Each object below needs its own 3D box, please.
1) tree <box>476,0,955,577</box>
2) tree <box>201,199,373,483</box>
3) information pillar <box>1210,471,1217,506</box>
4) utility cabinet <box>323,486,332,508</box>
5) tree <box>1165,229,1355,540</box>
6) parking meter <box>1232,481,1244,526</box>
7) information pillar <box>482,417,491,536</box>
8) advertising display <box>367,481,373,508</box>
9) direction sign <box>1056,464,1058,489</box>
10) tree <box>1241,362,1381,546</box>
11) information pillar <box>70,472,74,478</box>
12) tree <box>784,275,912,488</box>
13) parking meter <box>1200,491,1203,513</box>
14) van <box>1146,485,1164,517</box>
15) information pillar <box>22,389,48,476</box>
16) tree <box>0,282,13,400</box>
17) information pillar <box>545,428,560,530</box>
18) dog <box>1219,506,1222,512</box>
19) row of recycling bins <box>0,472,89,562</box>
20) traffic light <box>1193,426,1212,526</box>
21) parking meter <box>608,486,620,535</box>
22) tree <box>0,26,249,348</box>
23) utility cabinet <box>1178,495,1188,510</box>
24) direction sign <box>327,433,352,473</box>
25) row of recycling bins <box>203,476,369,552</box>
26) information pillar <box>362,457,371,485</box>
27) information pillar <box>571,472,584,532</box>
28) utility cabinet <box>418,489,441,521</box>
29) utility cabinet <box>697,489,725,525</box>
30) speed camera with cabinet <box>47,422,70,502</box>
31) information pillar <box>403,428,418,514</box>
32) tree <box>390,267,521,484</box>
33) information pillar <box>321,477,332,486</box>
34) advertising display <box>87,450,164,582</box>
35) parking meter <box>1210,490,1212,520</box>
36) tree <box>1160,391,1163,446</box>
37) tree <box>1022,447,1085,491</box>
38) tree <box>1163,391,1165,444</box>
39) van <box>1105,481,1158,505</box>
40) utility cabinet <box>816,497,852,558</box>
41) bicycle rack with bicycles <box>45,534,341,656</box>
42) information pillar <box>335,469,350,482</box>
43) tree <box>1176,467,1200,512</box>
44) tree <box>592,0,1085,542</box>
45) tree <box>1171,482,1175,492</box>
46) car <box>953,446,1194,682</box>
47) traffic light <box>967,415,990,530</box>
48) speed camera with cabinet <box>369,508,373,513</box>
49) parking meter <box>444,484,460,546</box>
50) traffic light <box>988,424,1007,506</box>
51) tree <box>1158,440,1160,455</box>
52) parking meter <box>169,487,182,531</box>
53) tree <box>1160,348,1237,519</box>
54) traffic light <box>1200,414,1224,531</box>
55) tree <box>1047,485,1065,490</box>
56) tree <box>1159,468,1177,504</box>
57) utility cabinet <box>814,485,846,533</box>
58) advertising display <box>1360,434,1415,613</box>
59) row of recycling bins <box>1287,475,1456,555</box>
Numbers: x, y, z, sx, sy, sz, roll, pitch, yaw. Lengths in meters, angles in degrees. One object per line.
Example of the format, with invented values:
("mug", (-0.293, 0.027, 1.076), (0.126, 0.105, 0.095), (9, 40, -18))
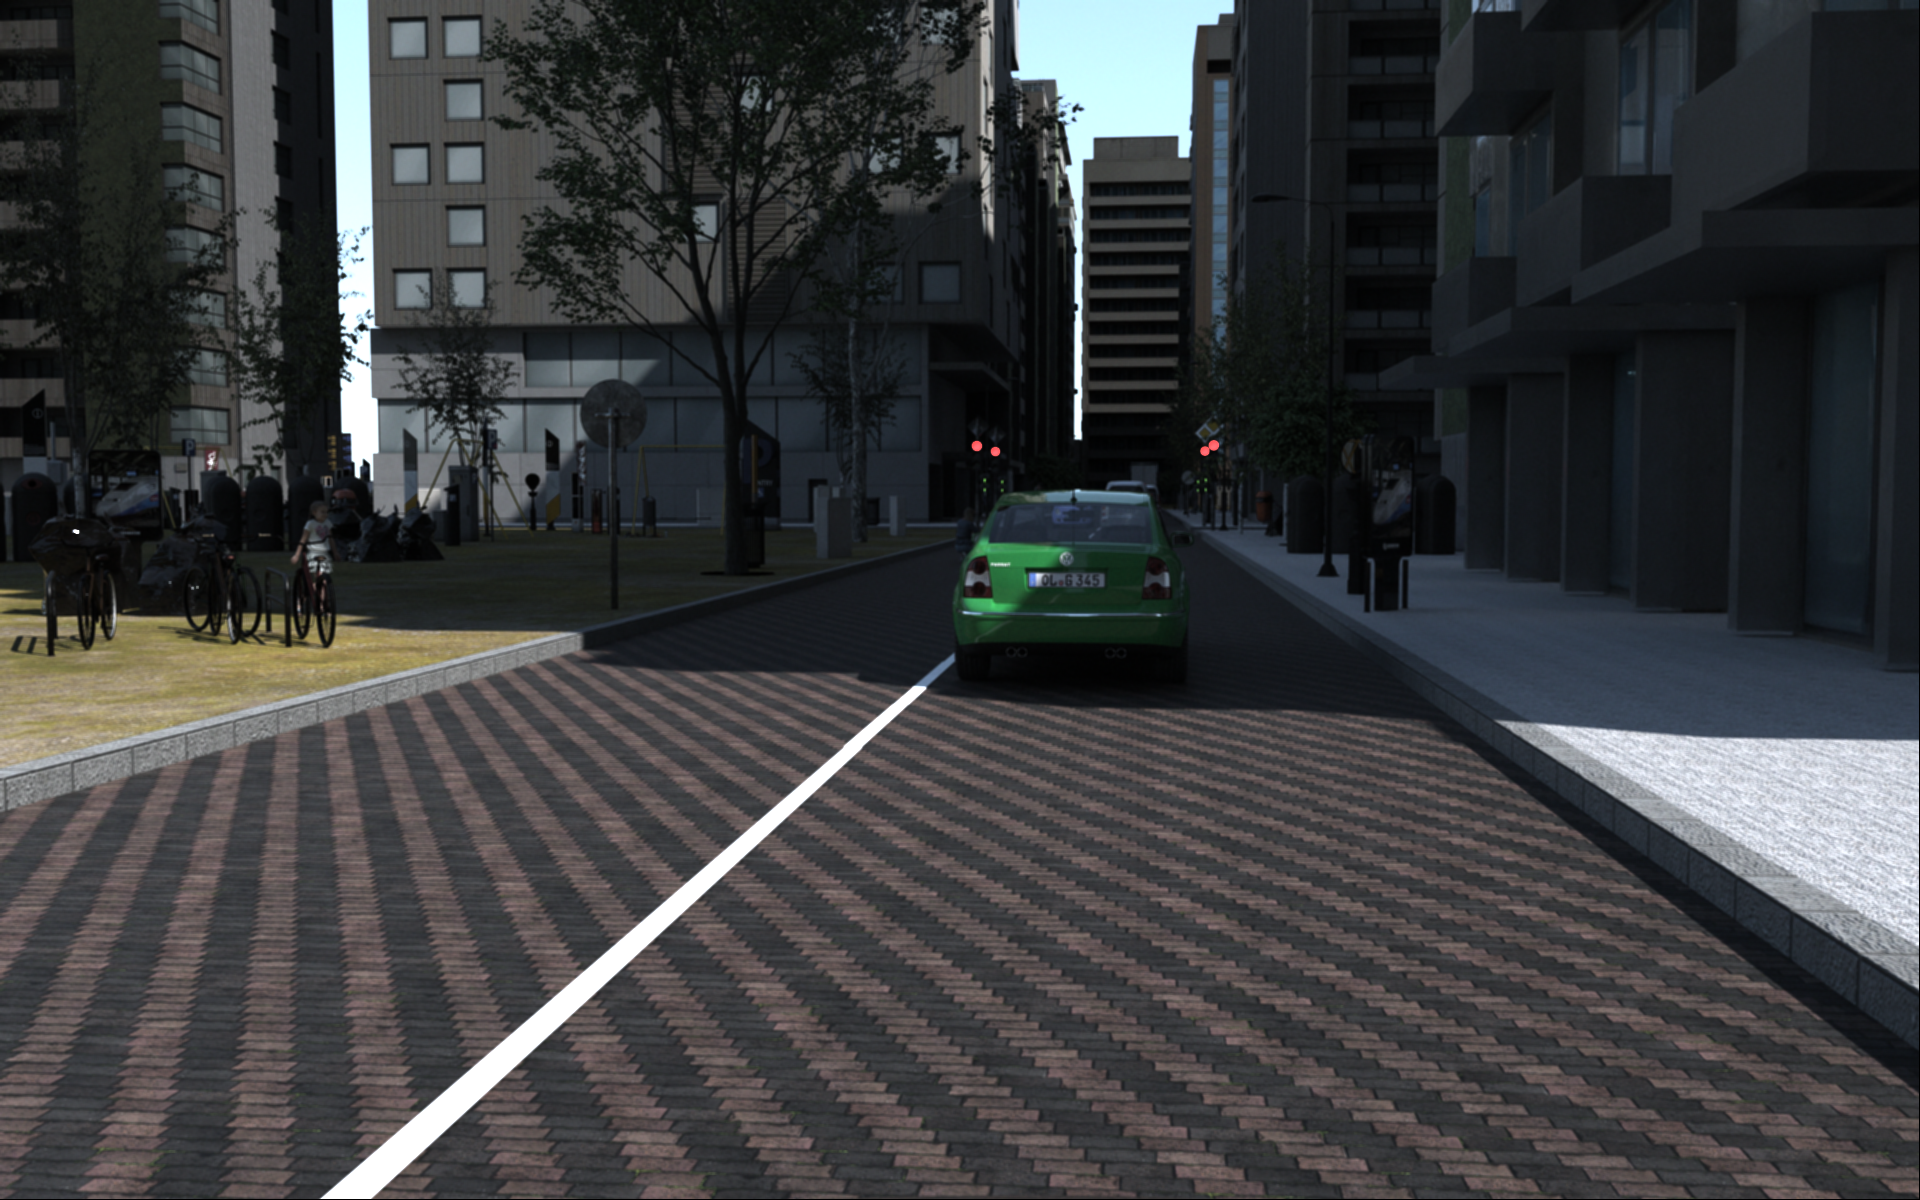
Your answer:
("tree", (-3.618, -6.207, 27.241), (9.928, 11.665, 9.643), (0, 3, 0))
("tree", (-16.554, -5.689, 43.385), (4.737, 8.622, 4.395), (0, 3, 0))
("information pillar", (17.552, -7.865, 119.943), (0.504, 3.616, 0.183), (-1, 4, -14))
("utility cabinet", (-17.308, -2.412, 48.113), (0.318, 1.500, 1.173), (1, 4, 22))
("tree", (8.944, -5.988, 48.262), (4.737, 8.622, 4.395), (0, 3, 0))
("parking meter", (11.192, -3.914, 69.713), (0.399, 1.863, 0.255), (-1, 4, -10))
("information pillar", (-14.386, -3.742, 52.543), (0.183, 3.616, 0.504), (0, 4, -6))
("advertising display", (-28.496, -4.863, 84.721), (0.974, 1.923, 0.123), (-1, 4, -14))
("direction sign", (6.801, -7.929, 121.641), (0.379, 3.537, 0.876), (1, 4, 12))
("tree", (8.692, -3.624, 42.961), (4.285, 4.588, 4.351), (0, 3, 0))
("information pillar", (-29.330, -3.242, 57.495), (0.304, 2.012, 0.304), (2, 4, 26))
("tree", (-3.795, -6.663, 59.302), (4.360, 8.622, 3.978), (0, 3, 0))
("parking meter", (16.635, -6.910, 118.690), (0.255, 1.863, 0.399), (-1, 4, -13))
("van", (8.491, -4.486, 80.362), (2.013, 2.044, 4.112), (0, 4, 5))
("information pillar", (-20.505, -2.881, 38.453), (0.504, 3.616, 0.183), (-1, 4, -12))
("tree", (-26.578, -5.778, 44.832), (4.737, 8.622, 4.395), (0, 3, 0))
("information pillar", (-14.415, -4.276, 61.267), (0.504, 3.616, 0.183), (0, 4, 0))
("dog", (17.700, -6.137, 117.175), (0.406, 0.507, 0.540), (0, 4, 0))
("row of recycling bins", (-18.047, -1.570, 32.790), (3.534, 1.692, 1.069), (-2, 4, -32))
("traffic light", (9.683, -4.880, 68.707), (0.839, 4.253, 0.868), (0, 4, 6))
("parking meter", (-10.919, -2.828, 54.643), (0.372, 1.533, 0.369), (0, 3, 0))
("tree", (-14.186, -4.759, 28.172), (4.360, 8.622, 3.978), (0, 3, 0))
("utility cabinet", (18.075, -7.919, 140.630), (0.306, 1.237, 1.020), (-2, 4, -26))
("direction sign", (-22.949, -4.411, 64.120), (0.876, 3.537, 0.379), (0, 4, -6))
("row of recycling bins", (-15.192, -1.958, 39.127), (3.534, 1.692, 1.069), (-1, 4, -15))
("information pillar", (-37.895, -7.293, 110.599), (0.504, 3.616, 0.183), (-2, 4, -32))
("information pillar", (-12.807, -3.272, 57.991), (0.304, 2.012, 0.304), (1, 4, 14))
("utility cabinet", (-22.450, -3.922, 72.796), (1.173, 1.500, 0.318), (-2, 4, -26))
("utility cabinet", (-10.068, -3.771, 70.331), (1.173, 1.500, 0.318), (-1, 4, -21))
("speed camera with cabinet", (-24.363, -3.290, 48.119), (2.038, 3.252, 0.660), (-1, 4, -20))
("information pillar", (-19.513, -4.290, 61.503), (0.504, 3.616, 0.183), (0, 4, 8))
("tree", (-16.020, -6.446, 55.751), (4.360, 8.622, 3.978), (0, 3, 0))
("information pillar", (-26.713, -4.194, 73.068), (0.304, 2.012, 0.304), (2, 4, 32))
("advertising display", (-12.194, -1.231, 25.340), (0.974, 1.923, 0.123), (-1, 4, -18))
("parking meter", (11.787, -4.466, 81.430), (0.372, 1.533, 0.369), (0, 3, 0))
("tree", (14.984, -10.017, 114.137), (4.737, 8.622, 4.395), (0, 3, 0))
("tree", (6.571, -8.645, 125.057), (4.285, 4.588, 4.351), (0, 3, 0))
("tree", (8.958, -6.431, 55.505), (4.737, 8.622, 4.395), (0, 3, 0))
("van", (5.490, -3.049, 56.862), (2.013, 2.044, 4.112), (0, 4, 7))
("utility cabinet", (-2.546, -1.456, 34.972), (0.306, 1.237, 1.020), (2, 4, 23))
("bicycle rack with bicycles", (-6.765, -0.104, 15.080), (2.852, 0.926, 2.925), (-2, 4, -25))
("information pillar", (-17.796, -2.783, 49.986), (0.304, 2.012, 0.304), (2, 4, 28))
("tree", (16.395, -7.792, 121.996), (1.663, 3.219, 1.824), (0, 3, 0))
("tree", (-3.301, -11.519, 44.222), (12.611, 20.169, 13.585), (0, 3, 0))
("tree", (18.925, -9.310, 146.827), (1.663, 3.219, 1.824), (0, 3, 0))
("car", (1.006, -0.357, 14.625), (1.959, 1.807, 4.718), (0, 4, 6))
("traffic light", (0.646, -4.445, 61.591), (0.839, 4.253, 0.868), (0, 4, 6))
("speed camera with cabinet", (-31.903, -6.167, 95.161), (2.038, 3.252, 0.660), (-2, 4, -24))
("parking meter", (-12.593, -2.112, 42.944), (0.372, 1.533, 0.369), (0, 3, 0))
("traffic light", (1.464, -4.931, 69.535), (0.839, 4.253, 0.868), (0, 4, 6))
("tree", (17.105, -11.206, 133.584), (4.360, 8.622, 3.978), (0, 3, 0))
("parking meter", (-27.663, -3.222, 61.092), (0.372, 1.533, 0.369), (0, 3, 0))
("tree", (12.429, -8.344, 86.791), (4.360, 8.622, 3.978), (0, 3, 0))
("traffic light", (8.865, -4.394, 60.764), (0.839, 4.253, 0.868), (0, 4, 6))
("tree", (7.948, -9.233, 145.558), (1.663, 3.219, 1.824), (0, 3, 0))
("tree", (26.817, -14.487, 220.571), (4.285, 4.588, 4.351), (0, 3, 0))
("utility cabinet", (-4.233, -2.915, 56.337), (1.173, 1.500, 0.318), (3, 5, 40))
("advertising display", (4.706, -0.846, 19.054), (0.123, 1.923, 0.974), (3, 5, 42))
("row of recycling bins", (8.813, -1.839, 37.183), (3.534, 1.692, 1.069), (1, 4, 14))
